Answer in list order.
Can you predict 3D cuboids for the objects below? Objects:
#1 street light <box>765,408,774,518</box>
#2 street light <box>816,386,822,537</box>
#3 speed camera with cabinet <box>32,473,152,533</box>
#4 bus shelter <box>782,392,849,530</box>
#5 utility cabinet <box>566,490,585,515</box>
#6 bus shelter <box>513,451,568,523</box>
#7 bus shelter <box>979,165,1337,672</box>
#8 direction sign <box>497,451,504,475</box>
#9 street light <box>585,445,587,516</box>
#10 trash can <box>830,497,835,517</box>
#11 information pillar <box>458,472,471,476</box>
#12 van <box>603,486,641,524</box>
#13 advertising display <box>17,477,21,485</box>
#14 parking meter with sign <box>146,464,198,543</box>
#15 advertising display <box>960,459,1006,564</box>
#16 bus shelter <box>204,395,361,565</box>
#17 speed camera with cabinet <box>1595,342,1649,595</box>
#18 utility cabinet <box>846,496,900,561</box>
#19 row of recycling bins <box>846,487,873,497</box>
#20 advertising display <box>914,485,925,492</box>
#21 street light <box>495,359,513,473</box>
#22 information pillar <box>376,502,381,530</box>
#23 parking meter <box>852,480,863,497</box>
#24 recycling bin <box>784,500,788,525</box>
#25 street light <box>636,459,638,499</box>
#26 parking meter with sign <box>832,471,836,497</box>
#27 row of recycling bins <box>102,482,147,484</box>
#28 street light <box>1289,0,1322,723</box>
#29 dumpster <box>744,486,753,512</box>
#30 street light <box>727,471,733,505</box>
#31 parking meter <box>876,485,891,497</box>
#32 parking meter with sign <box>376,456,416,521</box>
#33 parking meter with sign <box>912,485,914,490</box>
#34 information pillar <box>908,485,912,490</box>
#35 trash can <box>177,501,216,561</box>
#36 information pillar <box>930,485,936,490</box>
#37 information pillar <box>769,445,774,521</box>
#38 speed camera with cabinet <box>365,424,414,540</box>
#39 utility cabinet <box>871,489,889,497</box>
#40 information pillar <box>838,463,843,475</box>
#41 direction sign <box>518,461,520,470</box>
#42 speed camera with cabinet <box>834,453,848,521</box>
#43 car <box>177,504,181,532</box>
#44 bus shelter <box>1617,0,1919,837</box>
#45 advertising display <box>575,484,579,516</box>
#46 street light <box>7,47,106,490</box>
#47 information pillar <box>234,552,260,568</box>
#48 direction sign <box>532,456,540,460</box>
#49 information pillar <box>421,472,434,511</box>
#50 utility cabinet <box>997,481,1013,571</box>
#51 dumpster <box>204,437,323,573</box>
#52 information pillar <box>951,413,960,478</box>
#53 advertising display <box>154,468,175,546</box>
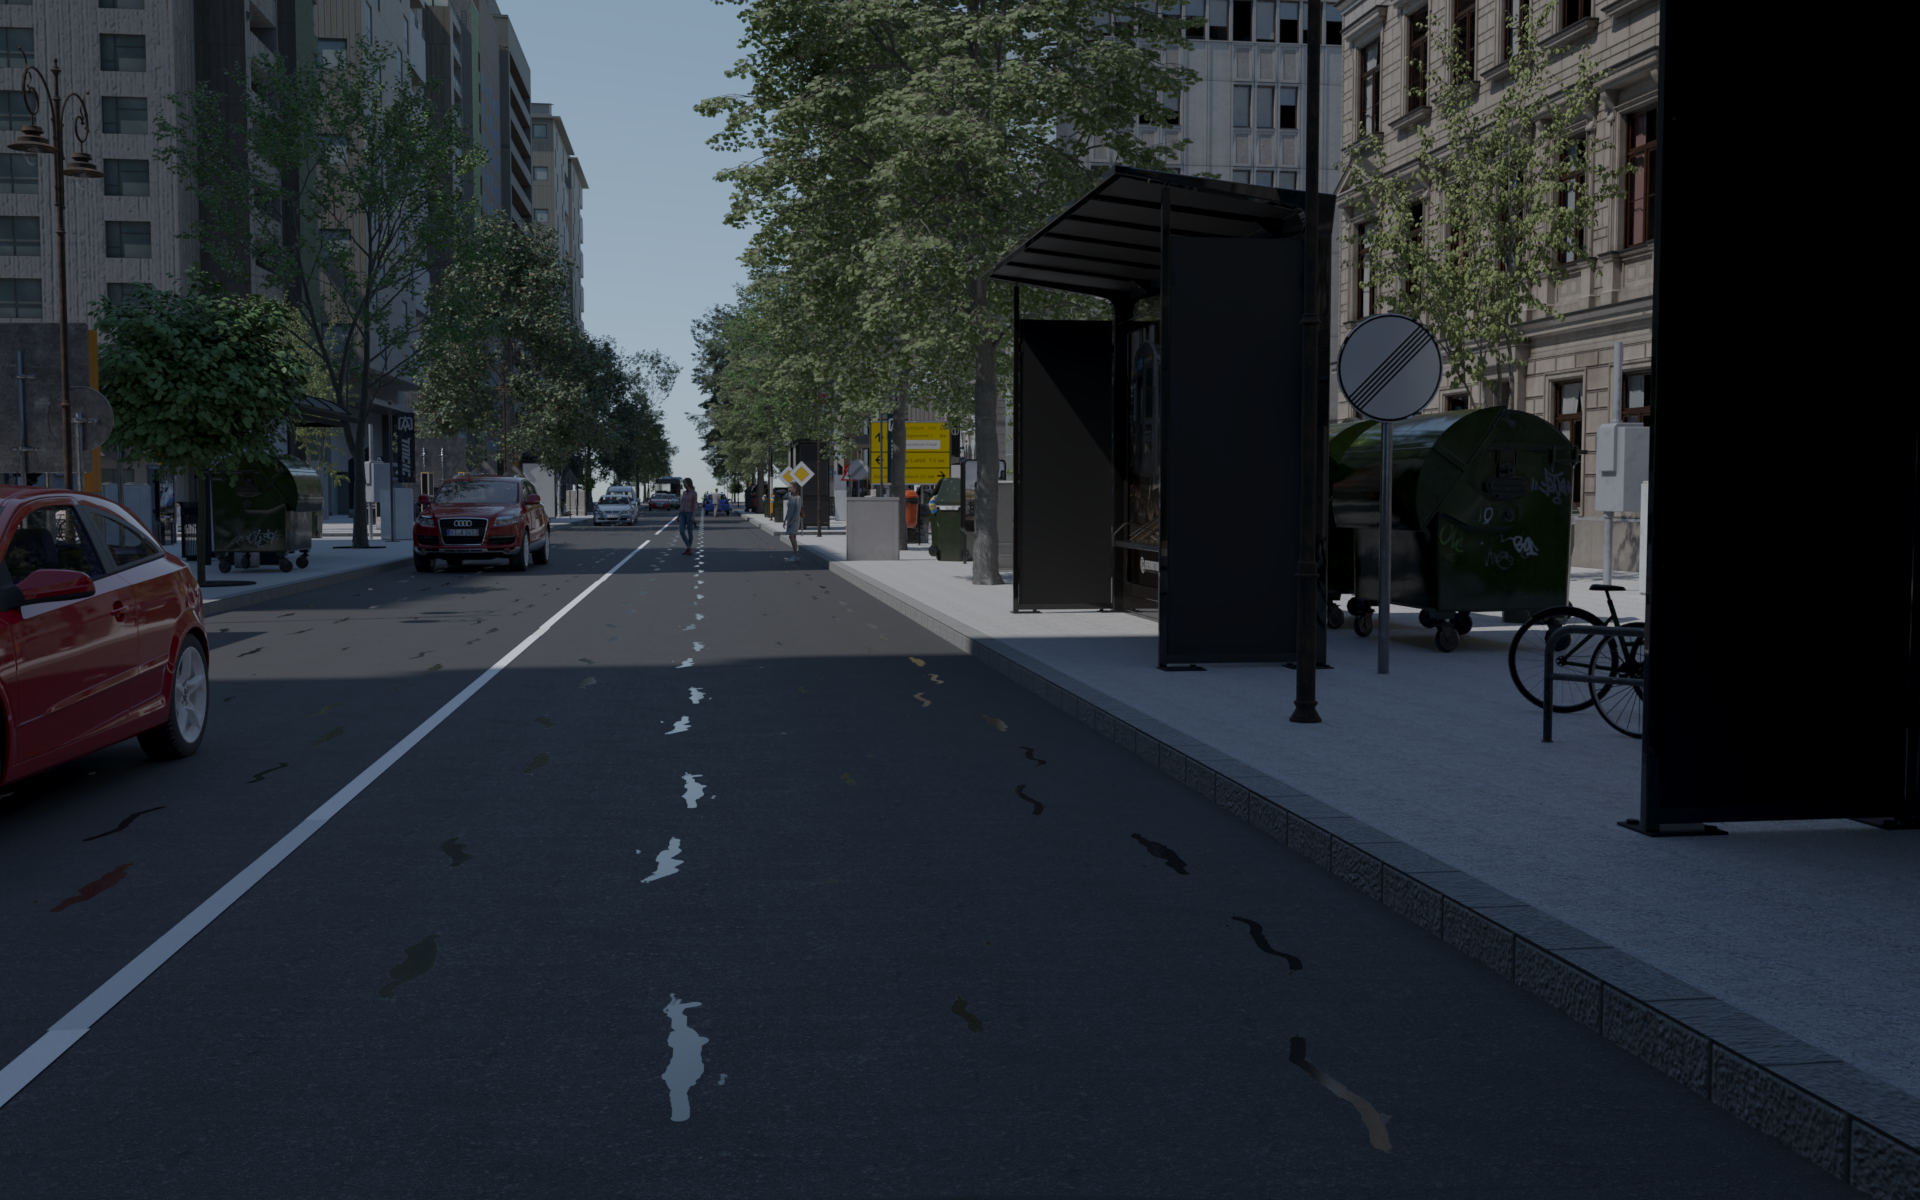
[{"bbox_3d":[-10.210,-7.329,92.612,0.468,5.910,1.993,-1,4,-8],"label":"street light"},{"bbox_3d":[-4.206,-4.821,51.615,0.468,5.910,1.993,-1,4,-8],"label":"street light"},{"bbox_3d":[-14.414,-2.097,28.624,0.660,3.252,2.038,2,4,24],"label":"speed camera with cabinet"},{"bbox_3d":[-5.564,-5.378,65.561,2.179,5.291,8.768,-1,4,-8],"label":"bus shelter"},{"bbox_3d":[-23.253,-5.889,104.961,1.173,1.500,0.318,1,4,13],"label":"utility cabinet"},{"bbox_3d":[-18.954,-5.182,78.645,2.014,3.302,5.546,-1,4,-9],"label":"bus shelter"},{"bbox_3d":[1.507,-1.488,15.605,1.731,3.624,6.357,-1,4,-8],"label":"bus shelter"},{"bbox_3d":[-23.326,-5.898,88.434,0.876,3.537,0.379,3,4,38],"label":"direction sign"},{"bbox_3d":[-21.913,-7.860,101.302,0.468,5.910,1.993,-1,4,-8],"label":"street light"},{"bbox_3d":[-7.548,-5.514,101.804,0.748,1.137,0.748,0,3,0],"label":"trash can"},{"bbox_3d":[-16.706,-3.302,58.475,0.304,2.012,0.304,3,4,36],"label":"information pillar"},{"bbox_3d":[-16.744,-4.792,85.363,2.013,2.044,4.112,-1,4,-10],"label":"van"},{"bbox_3d":[-25.125,-2.549,46.885,0.974,1.923,0.123,1,4,21],"label":"advertising display"},{"bbox_3d":[-20.756,-2.981,45.003,1.738,3.016,0.543,-1,4,-21],"label":"parking meter with sign"},{"bbox_3d":[0.434,-1.639,32.007,0.974,1.923,0.123,-3,4,-36],"label":"advertising display"},{"bbox_3d":[-13.185,-2.427,33.600,2.014,3.302,5.546,-1,4,-8],"label":"bus shelter"},{"bbox_3d":[8.882,-1.692,22.008,0.660,3.252,2.038,-1,4,-10],"label":"speed camera with cabinet"},{"bbox_3d":[-1.685,-1.364,33.457,1.020,1.237,0.306,0,4,-6],"label":"utility cabinet"},{"bbox_3d":[-5.631,-6.112,107.036,3.534,1.692,1.069,1,4,17],"label":"row of recycling bins"},{"bbox_3d":[-2.347,-5.634,97.326,0.123,1.923,0.974,-2,4,-25],"label":"advertising display"},{"bbox_3d":[-15.616,-5.300,59.451,0.468,5.910,1.993,-1,4,-8],"label":"street light"},{"bbox_3d":[-20.711,-3.519,62.028,0.304,2.012,0.304,2,4,30],"label":"information pillar"},{"bbox_3d":[-3.954,-3.743,66.909,0.399,1.863,0.255,-2,4,-34],"label":"parking meter"},{"bbox_3d":[-6.786,-3.599,71.397,0.722,1.027,0.722,2,4,31],"label":"recycling bin"},{"bbox_3d":[-33.004,-12.472,176.712,0.468,5.910,1.993,-1,4,-8],"label":"street light"},{"bbox_3d":[-9.232,-8.168,129.801,0.543,3.016,1.738,-1,4,-9],"label":"parking meter with sign"},{"bbox_3d":[-28.950,-3.218,59.730,1.069,1.692,3.534,2,4,24],"label":"row of recycling bins"},{"bbox_3d":[1.949,-2.251,9.592,0.468,5.910,1.993,-1,4,-8],"label":"street light"},{"bbox_3d":[-14.699,-7.167,122.931,1.264,1.857,1.865,-1,4,-8],"label":"dumpster"},{"bbox_3d":[-27.586,-14.486,209.630,0.468,5.910,1.993,-1,4,-8],"label":"street light"},{"bbox_3d":[-2.793,-3.239,61.362,0.372,1.533,0.369,0,3,0],"label":"parking meter"},{"bbox_3d":[-26.346,-5.181,80.974,0.543,3.016,1.738,3,5,42],"label":"parking meter with sign"},{"bbox_3d":[-2.900,-7.298,115.583,0.543,3.016,1.738,-1,4,-18],"label":"parking meter with sign"},{"bbox_3d":[-3.373,-7.024,119.336,0.304,2.012,0.304,3,5,41],"label":"information pillar"},{"bbox_3d":[-14.664,-1.326,33.334,0.748,1.137,0.748,0,3,0],"label":"trash can"},{"bbox_3d":[-1.289,-4.982,85.939,0.304,2.012,0.304,2,4,35],"label":"information pillar"},{"bbox_3d":[-9.072,-5.624,83.303,0.183,3.616,0.504,-1,4,-11],"label":"information pillar"},{"bbox_3d":[-16.076,-3.326,48.710,0.660,3.252,2.038,-3,5,-42],"label":"speed camera with cabinet"},{"bbox_3d":[-3.582,-4.208,77.479,0.318,1.500,1.173,-2,4,-34],"label":"utility cabinet"},{"bbox_3d":[-8.567,-8.052,123.005,0.504,3.616,0.183,-1,4,-9],"label":"information pillar"},{"bbox_3d":[-24.788,-6.428,97.103,0.379,3.537,0.876,1,4,12],"label":"direction sign"},{"bbox_3d":[-5.726,-5.441,83.297,0.660,3.252,2.038,0,4,-4],"label":"speed camera with cabinet"},{"bbox_3d":[-26.620,-2.523,53.614,4.827,1.381,2.083,0,4,-8],"label":"car"},{"bbox_3d":[3.502,-0.749,3.537,1.731,3.624,6.357,-1,4,-8],"label":"bus shelter"},{"bbox_3d":[-22.536,-5.912,101.882,0.123,1.923,0.974,-1,4,-17],"label":"advertising display"},{"bbox_3d":[-9.581,-2.797,18.524,0.468,5.910,1.993,-1,4,-8],"label":"street light"},{"bbox_3d":[-12.388,-1.562,30.038,0.304,2.012,0.304,1,4,11],"label":"information pillar"},{"bbox_3d":[-19.885,-5.512,82.116,0.379,3.537,0.876,3,5,43],"label":"direction sign"},{"bbox_3d":[-17.991,-3.306,58.539,0.304,2.012,0.304,1,4,16],"label":"information pillar"},{"bbox_3d":[0.968,-1.226,28.721,1.173,1.500,0.318,-1,4,-21],"label":"utility cabinet"},{"bbox_3d":[-11.599,-1.613,28.873,1.502,2.255,1.985,-1,4,-8],"label":"dumpster"},{"bbox_3d":[-0.211,-3.557,49.516,0.504,3.616,0.183,0,4,2],"label":"information pillar"},{"bbox_3d":[-19.819,-2.322,43.173,0.123,1.923,0.974,0,4,-4],"label":"advertising display"}]
